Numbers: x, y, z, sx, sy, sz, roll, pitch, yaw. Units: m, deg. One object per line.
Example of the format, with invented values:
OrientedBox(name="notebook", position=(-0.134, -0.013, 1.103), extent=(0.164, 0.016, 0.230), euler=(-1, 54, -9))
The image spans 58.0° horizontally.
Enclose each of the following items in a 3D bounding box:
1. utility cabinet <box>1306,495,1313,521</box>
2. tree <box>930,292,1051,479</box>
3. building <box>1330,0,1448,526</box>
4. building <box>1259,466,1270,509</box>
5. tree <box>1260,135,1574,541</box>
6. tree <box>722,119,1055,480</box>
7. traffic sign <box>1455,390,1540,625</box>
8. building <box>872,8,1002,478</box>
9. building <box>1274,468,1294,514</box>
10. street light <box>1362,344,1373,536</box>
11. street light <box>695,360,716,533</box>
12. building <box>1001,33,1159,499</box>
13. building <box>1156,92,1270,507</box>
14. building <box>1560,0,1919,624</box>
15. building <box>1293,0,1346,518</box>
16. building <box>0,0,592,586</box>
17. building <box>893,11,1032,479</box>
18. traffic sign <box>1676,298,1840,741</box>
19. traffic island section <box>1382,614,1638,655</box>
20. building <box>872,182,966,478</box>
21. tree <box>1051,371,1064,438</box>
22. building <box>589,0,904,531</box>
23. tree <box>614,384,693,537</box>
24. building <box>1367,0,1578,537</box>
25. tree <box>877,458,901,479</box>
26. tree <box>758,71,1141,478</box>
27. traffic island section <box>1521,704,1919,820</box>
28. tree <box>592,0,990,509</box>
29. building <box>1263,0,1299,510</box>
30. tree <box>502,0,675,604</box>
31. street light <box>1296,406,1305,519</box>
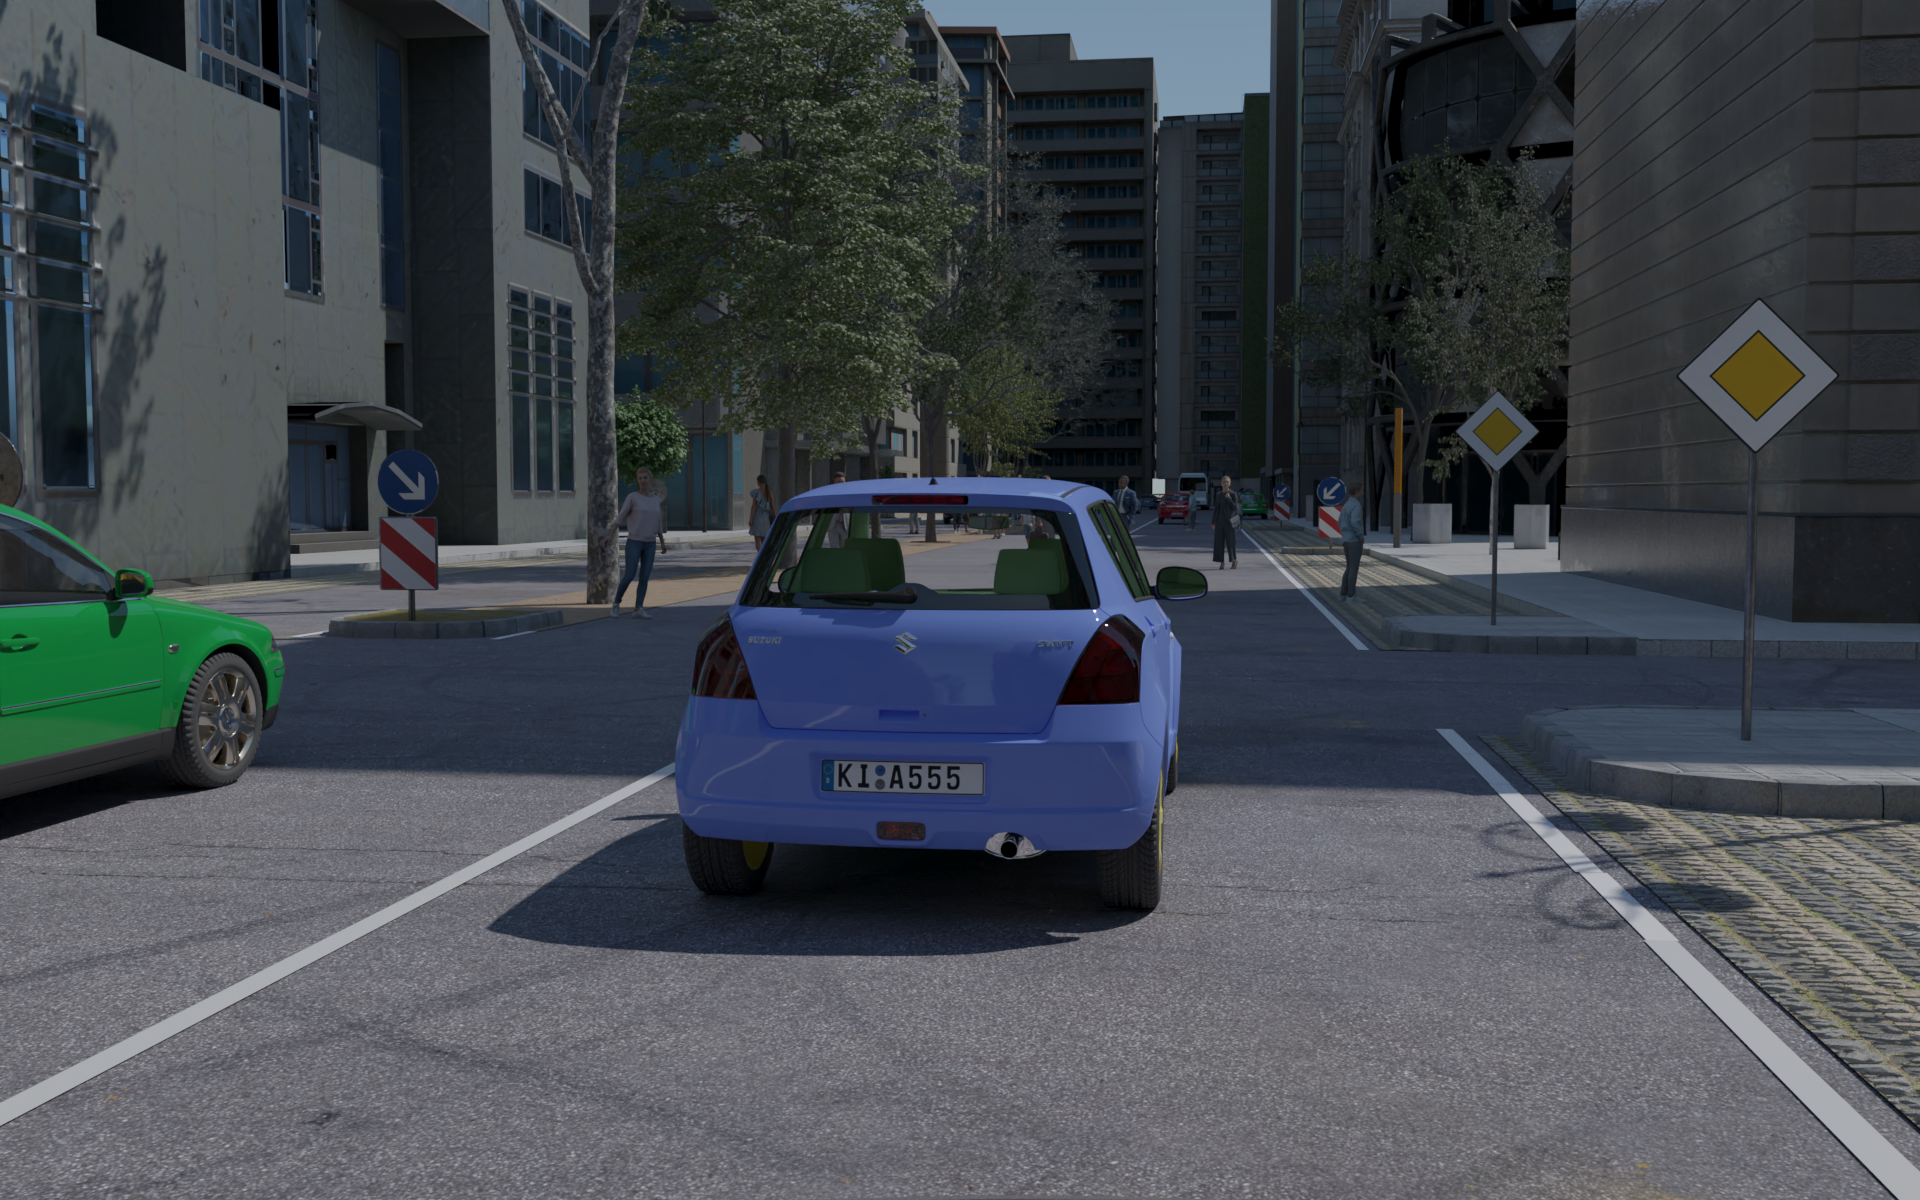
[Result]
OrientedBox(name="utility cabinet", position=(16.597, -4.301, 81.480), extent=(0.306, 1.237, 1.020), euler=(-1, 4, -10))
OrientedBox(name="tree", position=(0.864, -6.832, 64.524), extent=(4.737, 8.622, 4.395), euler=(0, 3, 0))
OrientedBox(name="building", position=(24.400, -17.773, 77.981), extent=(14.401, 28.519, 23.554), euler=(0, 4, 8))
OrientedBox(name="building", position=(37.586, -43.737, 153.344), extent=(20.563, 71.187, 20.611), euler=(0, 4, 8))
OrientedBox(name="tree", position=(12.227, -6.829, 46.062), extent=(8.767, 10.594, 7.601), euler=(0, 4, 7))
OrientedBox(name="tree", position=(-1.877, -6.347, 40.635), extent=(8.767, 10.594, 7.601), euler=(0, 4, 8))
OrientedBox(name="traffic sign", position=(5.212, -0.809, 16.869), extent=(0.795, 2.450, 0.064), euler=(0, 4, 8))
OrientedBox(name="building", position=(-13.078, -27.210, 136.768), extent=(32.217, 40.220, 23.993), euler=(0, 4, 8))
OrientedBox(name="building", position=(38.014, -25.993, 116.864), extent=(32.217, 40.220, 23.993), euler=(0, 4, 8))
OrientedBox(name="street light", position=(12.479, -4.923, 53.285), extent=(0.468, 5.910, 1.993), euler=(0, 4, 8))
OrientedBox(name="street light", position=(-8.499, -5.178, 57.443), extent=(0.468, 5.910, 1.993), euler=(0, 4, 8))
OrientedBox(name="building", position=(10.478, -34.443, 186.849), extent=(21.600, 48.544, 21.300), euler=(0, 4, 8))
OrientedBox(name="building", position=(27.566, -30.391, 180.493), extent=(14.086, 41.232, 14.154), euler=(0, 4, 8))
OrientedBox(name="building", position=(21.097, -13.644, 20.345), extent=(25.104, 27.353, 12.463), euler=(0, 4, 8))
OrientedBox(name="building", position=(26.265, -25.385, 98.637), extent=(14.154, 41.232, 14.086), euler=(0, 4, 8))
OrientedBox(name="building", position=(-21.775, -44.083, 33.433), extent=(22.319, 86.520, 31.000), euler=(0, 4, 8))
OrientedBox(name="building", position=(-8.505, -30.932, 160.369), extent=(28.867, 44.769, 22.147), euler=(0, 4, 8))
OrientedBox(name="traffic sign", position=(4.093, -0.325, 8.962), extent=(0.795, 2.450, 0.064), euler=(0, 4, 8))
OrientedBox(name="traffic island section", position=(5.237, 0.326, 16.943), extent=(2.009, 0.180, 2.903), euler=(0, 4, 8))
OrientedBox(name="building", position=(-15.259, -16.263, 110.938), extent=(27.650, 21.520, 28.899), euler=(0, 4, 8))
OrientedBox(name="tree", position=(2.152, -7.119, 69.218), extent=(4.737, 8.622, 4.395), euler=(0, 3, 0))
OrientedBox(name="building", position=(-15.570, -27.715, 72.741), extent=(23.786, 49.044, 30.456), euler=(0, 4, 8))
OrientedBox(name="tree", position=(-9.634, -4.166, 51.834), extent=(4.285, 4.588, 4.351), euler=(0, 3, 0))
OrientedBox(name="building", position=(22.073, -11.608, 57.250), extent=(16.820, 18.784, 16.811), euler=(0, 4, 8))
OrientedBox(name="tree", position=(-3.856, -5.940, 91.726), extent=(1.663, 3.219, 1.824), euler=(0, 3, 0))
OrientedBox(name="tree", position=(-0.847, -8.413, 50.385), extent=(12.009, 13.543, 11.850), euler=(0, 3, 0))
OrientedBox(name="traffic island section", position=(4.117, 0.810, 9.036), extent=(2.009, 0.180, 2.903), euler=(0, 4, 8))
OrientedBox(name="tree", position=(-3.343, -6.880, 33.076), extent=(7.486, 12.596, 7.792), euler=(0, 3, 0))
OrientedBox(name="building", position=(31.716, -29.805, 137.416), extent=(14.600, 45.320, 14.200), euler=(0, 4, 8))
OrientedBox(name="tree", position=(-5.722, -10.066, 22.926), extent=(12.611, 20.169, 13.585), euler=(0, 3, 0))
OrientedBox(name="street light", position=(17.772, -7.206, 90.600), extent=(0.468, 5.910, 1.993), euler=(0, 4, 8))
